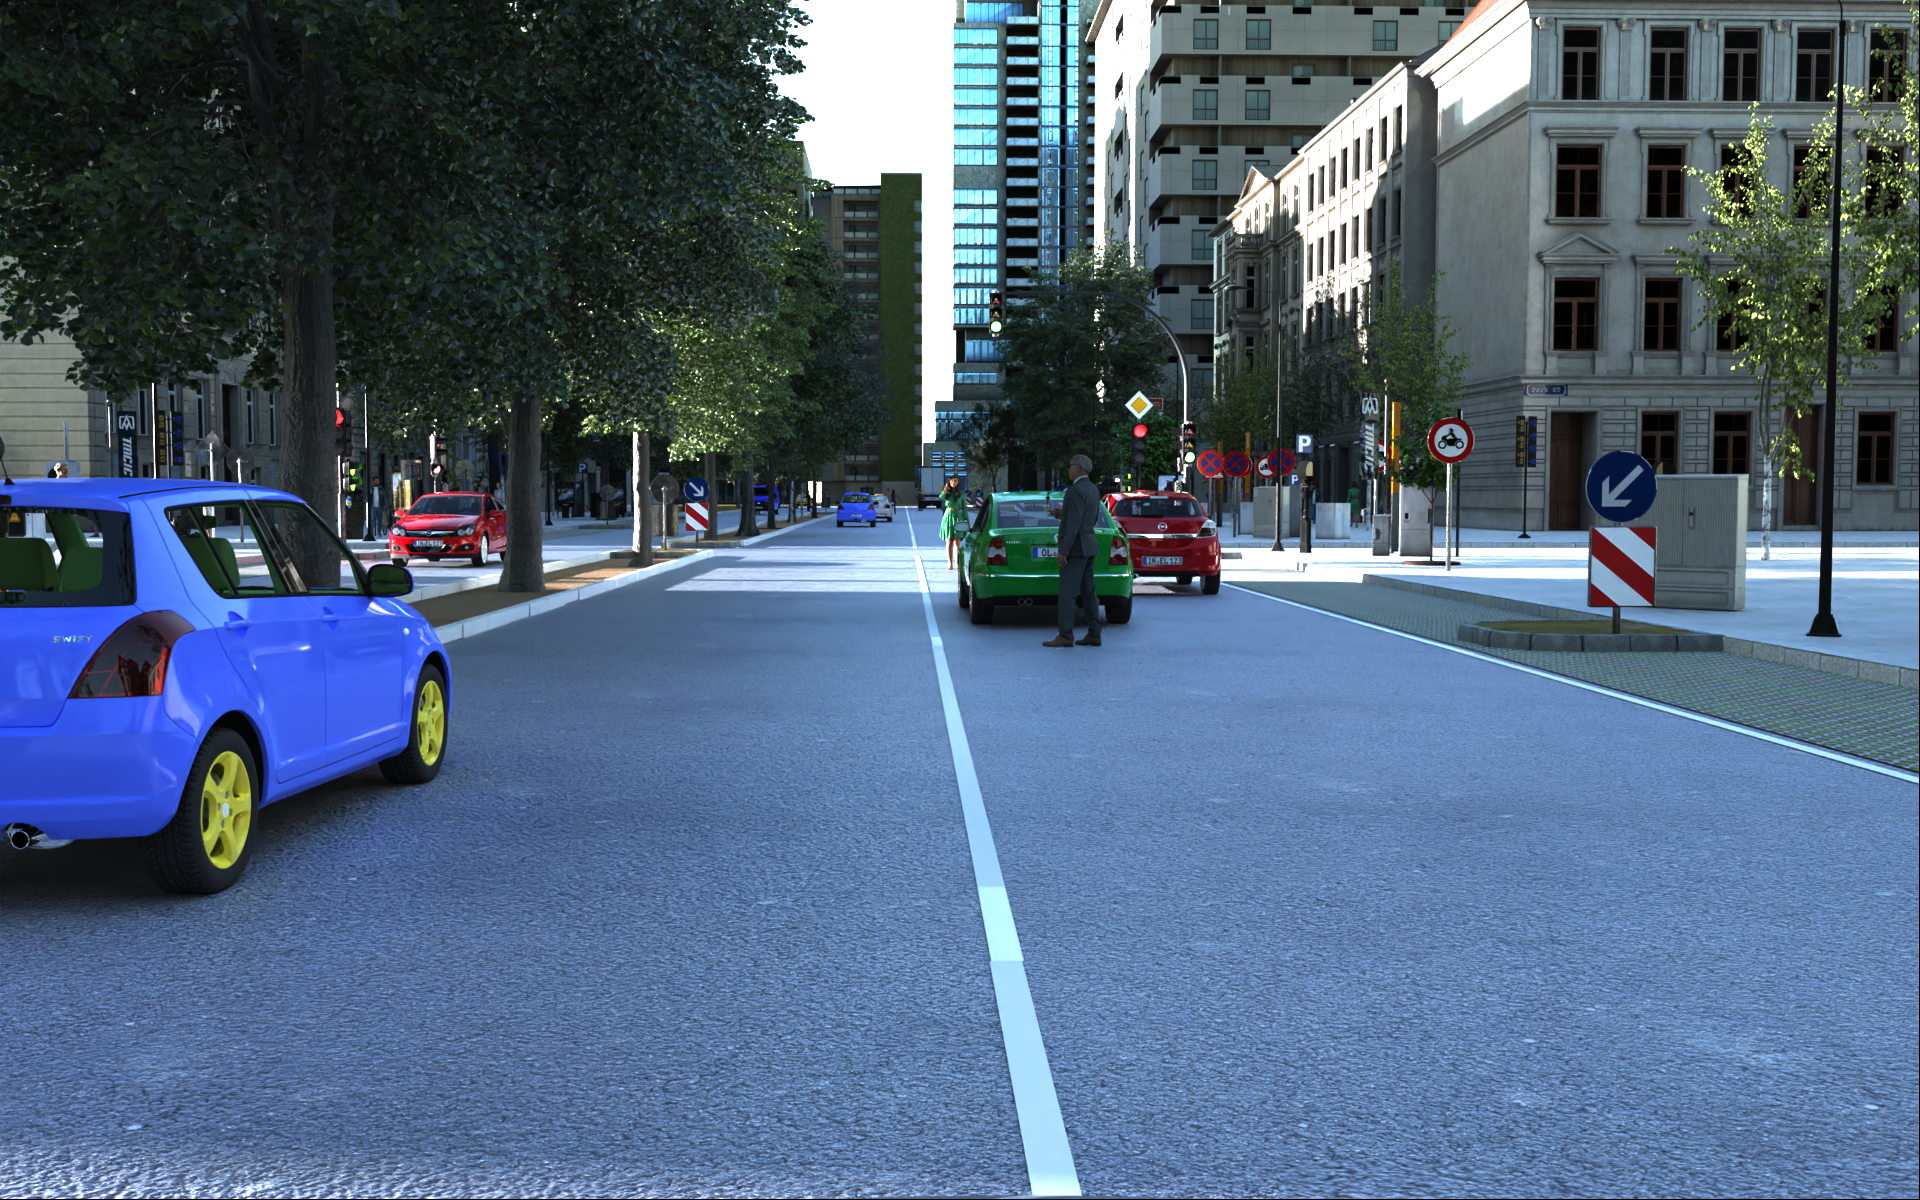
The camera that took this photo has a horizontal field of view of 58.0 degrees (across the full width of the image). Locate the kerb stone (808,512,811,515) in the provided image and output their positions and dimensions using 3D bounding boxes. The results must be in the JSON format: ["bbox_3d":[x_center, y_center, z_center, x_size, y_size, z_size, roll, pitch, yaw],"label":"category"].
[{"bbox_3d":[-10.380,-5.833,117.570,0.120,0.150,1.000,0,4,-2],"label":"kerb stone"}]

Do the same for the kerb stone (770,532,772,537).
[{"bbox_3d":[-6.265,-2.077,56.149,0.120,0.150,1.000,0,4,-2],"label":"kerb stone"}]

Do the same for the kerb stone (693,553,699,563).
[{"bbox_3d":[-5.611,-0.847,36.125,0.120,0.150,1.000,0,4,-2],"label":"kerb stone"}]

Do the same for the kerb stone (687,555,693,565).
[{"bbox_3d":[-5.578,-0.789,35.103,0.120,0.150,1.000,0,4,-2],"label":"kerb stone"}]

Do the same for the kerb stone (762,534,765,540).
[{"bbox_3d":[-6.166,-1.888,53.082,0.120,0.150,1.000,0,4,-2],"label":"kerb stone"}]

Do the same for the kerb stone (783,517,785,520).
[{"bbox_3d":[-9.542,-4.264,91.915,0.120,0.150,1.000,0,4,-2],"label":"kerb stone"}]

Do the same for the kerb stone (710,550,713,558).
[{"bbox_3d":[-5.698,-1.039,39.189,0.120,0.150,1.000,0,4,-2],"label":"kerb stone"}]

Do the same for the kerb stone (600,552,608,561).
[{"bbox_3d":[-7.737,-0.911,37.084,0.120,0.150,1.000,0,4,-2],"label":"kerb stone"}]

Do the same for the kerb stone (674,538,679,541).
[{"bbox_3d":[-8.132,-1.633,48.901,0.120,0.150,1.000,0,4,-2],"label":"kerb stone"}]

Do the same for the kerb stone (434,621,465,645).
[{"bbox_3d":[-4.976,0.342,16.652,0.120,0.150,1.000,0,4,-2],"label":"kerb stone"}]

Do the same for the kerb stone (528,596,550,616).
[{"bbox_3d":[-5.100,0.089,20.745,0.120,0.150,1.000,0,4,-2],"label":"kerb stone"}]

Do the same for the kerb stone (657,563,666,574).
[{"bbox_3d":[-5.442,-0.539,31.010,0.120,0.150,1.000,0,4,-2],"label":"kerb stone"}]

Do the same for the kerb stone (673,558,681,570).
[{"bbox_3d":[-5.506,-0.659,33.061,0.120,0.150,1.000,0,4,-2],"label":"kerb stone"}]

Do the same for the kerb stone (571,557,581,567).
[{"bbox_3d":[-7.643,-0.723,34.014,0.120,0.150,1.000,0,4,-2],"label":"kerb stone"}]

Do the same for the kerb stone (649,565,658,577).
[{"bbox_3d":[-5.412,-0.467,29.989,0.120,0.150,1.000,0,4,-2],"label":"kerb stone"}]

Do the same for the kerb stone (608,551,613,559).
[{"bbox_3d":[-7.779,-0.973,38.111,0.120,0.150,1.000,0,4,-2],"label":"kerb stone"}]

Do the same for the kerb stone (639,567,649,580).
[{"bbox_3d":[-5.375,-0.414,28.966,0.120,0.150,1.000,0,4,-2],"label":"kerb stone"}]

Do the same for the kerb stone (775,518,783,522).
[{"bbox_3d":[-9.500,-4.202,90.893,0.120,0.150,1.000,0,4,-2],"label":"kerb stone"}]

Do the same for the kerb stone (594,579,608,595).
[{"bbox_3d":[-5.241,-0.163,24.864,0.120,0.150,1.000,0,4,-2],"label":"kerb stone"}]

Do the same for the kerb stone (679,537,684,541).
[{"bbox_3d":[-8.165,-1.696,49.923,0.120,0.150,1.000,0,4,-2],"label":"kerb stone"}]

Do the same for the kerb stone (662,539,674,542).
[{"bbox_3d":[-8.103,-1.570,47.874,0.120,0.150,1.000,0,4,-2],"label":"kerb stone"}]

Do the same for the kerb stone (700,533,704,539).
[{"bbox_3d":[-8.333,-2.010,55.054,0.120,0.150,1.000,0,4,-2],"label":"kerb stone"}]

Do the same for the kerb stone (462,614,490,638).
[{"bbox_3d":[-5.000,0.276,17.679,0.120,0.150,1.000,0,4,-2],"label":"kerb stone"}]

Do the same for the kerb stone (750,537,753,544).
[{"bbox_3d":[-6.027,-1.634,48.972,0.120,0.150,1.000,0,4,-2],"label":"kerb stone"}]

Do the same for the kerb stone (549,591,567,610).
[{"bbox_3d":[-5.137,0.025,21.787,0.120,0.150,1.000,0,4,-2],"label":"kerb stone"}]

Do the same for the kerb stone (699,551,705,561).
[{"bbox_3d":[-5.644,-0.908,37.146,0.120,0.150,1.000,0,4,-2],"label":"kerb stone"}]

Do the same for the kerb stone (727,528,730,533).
[{"bbox_3d":[-8.596,-2.511,63.247,0.120,0.150,1.000,0,4,-2],"label":"kerb stone"}]

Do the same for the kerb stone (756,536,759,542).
[{"bbox_3d":[-6.095,-1.763,51.029,0.120,0.150,1.000,0,4,-2],"label":"kerb stone"}]

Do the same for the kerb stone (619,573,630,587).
[{"bbox_3d":[-5.302,-0.286,26.913,0.120,0.150,1.000,0,4,-2],"label":"kerb stone"}]

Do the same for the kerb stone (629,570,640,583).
[{"bbox_3d":[-5.346,-0.351,27.940,0.120,0.150,1.000,0,4,-2],"label":"kerb stone"}]

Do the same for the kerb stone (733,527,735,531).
[{"bbox_3d":[-8.672,-2.635,65.296,0.120,0.150,1.000,0,4,-2],"label":"kerb stone"}]

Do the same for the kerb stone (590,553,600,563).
[{"bbox_3d":[-7.705,-0.848,36.060,0.120,0.150,1.000,0,4,-2],"label":"kerb stone"}]

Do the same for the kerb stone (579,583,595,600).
[{"bbox_3d":[-5.205,-0.098,23.843,0.120,0.150,1.000,0,4,-2],"label":"kerb stone"}]

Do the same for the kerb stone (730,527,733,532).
[{"bbox_3d":[-8.631,-2.573,64.270,0.120,0.150,1.000,0,4,-2],"label":"kerb stone"}]

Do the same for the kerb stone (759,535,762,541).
[{"bbox_3d":[-6.131,-1.824,52.054,0.120,0.150,1.000,0,4,-2],"label":"kerb stone"}]

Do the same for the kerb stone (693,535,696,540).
[{"bbox_3d":[-8.266,-1.884,52.997,0.120,0.150,1.000,0,4,-2],"label":"kerb stone"}]

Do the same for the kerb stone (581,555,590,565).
[{"bbox_3d":[-7.679,-0.785,35.038,0.120,0.150,1.000,0,4,-2],"label":"kerb stone"}]

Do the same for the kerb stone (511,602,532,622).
[{"bbox_3d":[-5.076,0.155,19.722,0.120,0.150,1.000,0,4,-2],"label":"kerb stone"}]

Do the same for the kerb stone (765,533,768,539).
[{"bbox_3d":[-6.191,-1.952,54.105,0.120,0.150,1.000,0,4,-2],"label":"kerb stone"}]

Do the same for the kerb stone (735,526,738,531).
[{"bbox_3d":[-8.707,-2.699,66.322,0.120,0.150,1.000,0,4,-2],"label":"kerb stone"}]

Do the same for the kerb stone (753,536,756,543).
[{"bbox_3d":[-6.062,-1.701,50.007,0.120,0.150,1.000,0,4,-2],"label":"kerb stone"}]

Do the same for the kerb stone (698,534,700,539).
[{"bbox_3d":[-8.301,-1.947,54.031,0.120,0.150,1.000,0,4,-2],"label":"kerb stone"}]

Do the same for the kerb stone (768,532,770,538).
[{"bbox_3d":[-6.236,-2.014,55.127,0.120,0.150,1.000,0,4,-2],"label":"kerb stone"}]

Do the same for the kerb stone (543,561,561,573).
[{"bbox_3d":[-7.575,-0.597,31.955,0.120,0.150,1.000,0,4,-2],"label":"kerb stone"}]

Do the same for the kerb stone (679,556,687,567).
[{"bbox_3d":[-5.537,-0.727,34.082,0.120,0.150,1.000,0,4,-2],"label":"kerb stone"}]

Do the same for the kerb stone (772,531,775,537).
[{"bbox_3d":[-6.300,-2.139,57.172,0.120,0.150,1.000,0,4,-2],"label":"kerb stone"}]

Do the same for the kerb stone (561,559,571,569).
[{"bbox_3d":[-7.610,-0.660,32.989,0.120,0.150,1.000,0,4,-2],"label":"kerb stone"}]

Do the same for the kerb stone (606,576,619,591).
[{"bbox_3d":[-5.274,-0.226,25.885,0.120,0.150,1.000,0,4,-2],"label":"kerb stone"}]

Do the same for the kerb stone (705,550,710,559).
[{"bbox_3d":[-5.679,-0.977,38.167,0.120,0.150,1.000,0,4,-2],"label":"kerb stone"}]

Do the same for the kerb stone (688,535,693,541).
[{"bbox_3d":[-8.224,-1.821,51.970,0.120,0.150,1.000,0,4,-2],"label":"kerb stone"}]

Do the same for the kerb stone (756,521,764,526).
[{"bbox_3d":[-9.098,-3.449,78.621,0.120,0.150,1.000,0,4,-2],"label":"kerb stone"}]

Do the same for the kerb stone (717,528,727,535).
[{"bbox_3d":[-8.569,-2.448,62.225,0.120,0.150,1.000,0,4,-2],"label":"kerb stone"}]

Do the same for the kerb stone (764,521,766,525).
[{"bbox_3d":[-9.137,-3.514,79.643,0.120,0.150,1.000,0,4,-2],"label":"kerb stone"}]

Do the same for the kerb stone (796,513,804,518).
[{"bbox_3d":[-10.108,-5.327,109.351,0.120,0.150,1.000,0,4,-2],"label":"kerb stone"}]

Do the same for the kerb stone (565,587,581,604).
[{"bbox_3d":[-5.184,-0.032,22.814,0.120,0.150,1.000,0,4,-2],"label":"kerb stone"}]

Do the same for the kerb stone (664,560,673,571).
[{"bbox_3d":[-5.476,-0.602,32.037,0.120,0.150,1.000,0,4,-2],"label":"kerb stone"}]

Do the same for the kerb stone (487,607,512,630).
[{"bbox_3d":[-5.035,0.216,18.700,0.120,0.150,1.000,0,4,-2],"label":"kerb stone"}]

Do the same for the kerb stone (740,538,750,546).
[{"bbox_3d":[-5.997,-1.575,47.946,0.120,0.150,1.000,0,4,-2],"label":"kerb stone"}]

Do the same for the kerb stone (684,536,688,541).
[{"bbox_3d":[-8.195,-1.759,50.948,0.120,0.150,1.000,0,4,-2],"label":"kerb stone"}]
